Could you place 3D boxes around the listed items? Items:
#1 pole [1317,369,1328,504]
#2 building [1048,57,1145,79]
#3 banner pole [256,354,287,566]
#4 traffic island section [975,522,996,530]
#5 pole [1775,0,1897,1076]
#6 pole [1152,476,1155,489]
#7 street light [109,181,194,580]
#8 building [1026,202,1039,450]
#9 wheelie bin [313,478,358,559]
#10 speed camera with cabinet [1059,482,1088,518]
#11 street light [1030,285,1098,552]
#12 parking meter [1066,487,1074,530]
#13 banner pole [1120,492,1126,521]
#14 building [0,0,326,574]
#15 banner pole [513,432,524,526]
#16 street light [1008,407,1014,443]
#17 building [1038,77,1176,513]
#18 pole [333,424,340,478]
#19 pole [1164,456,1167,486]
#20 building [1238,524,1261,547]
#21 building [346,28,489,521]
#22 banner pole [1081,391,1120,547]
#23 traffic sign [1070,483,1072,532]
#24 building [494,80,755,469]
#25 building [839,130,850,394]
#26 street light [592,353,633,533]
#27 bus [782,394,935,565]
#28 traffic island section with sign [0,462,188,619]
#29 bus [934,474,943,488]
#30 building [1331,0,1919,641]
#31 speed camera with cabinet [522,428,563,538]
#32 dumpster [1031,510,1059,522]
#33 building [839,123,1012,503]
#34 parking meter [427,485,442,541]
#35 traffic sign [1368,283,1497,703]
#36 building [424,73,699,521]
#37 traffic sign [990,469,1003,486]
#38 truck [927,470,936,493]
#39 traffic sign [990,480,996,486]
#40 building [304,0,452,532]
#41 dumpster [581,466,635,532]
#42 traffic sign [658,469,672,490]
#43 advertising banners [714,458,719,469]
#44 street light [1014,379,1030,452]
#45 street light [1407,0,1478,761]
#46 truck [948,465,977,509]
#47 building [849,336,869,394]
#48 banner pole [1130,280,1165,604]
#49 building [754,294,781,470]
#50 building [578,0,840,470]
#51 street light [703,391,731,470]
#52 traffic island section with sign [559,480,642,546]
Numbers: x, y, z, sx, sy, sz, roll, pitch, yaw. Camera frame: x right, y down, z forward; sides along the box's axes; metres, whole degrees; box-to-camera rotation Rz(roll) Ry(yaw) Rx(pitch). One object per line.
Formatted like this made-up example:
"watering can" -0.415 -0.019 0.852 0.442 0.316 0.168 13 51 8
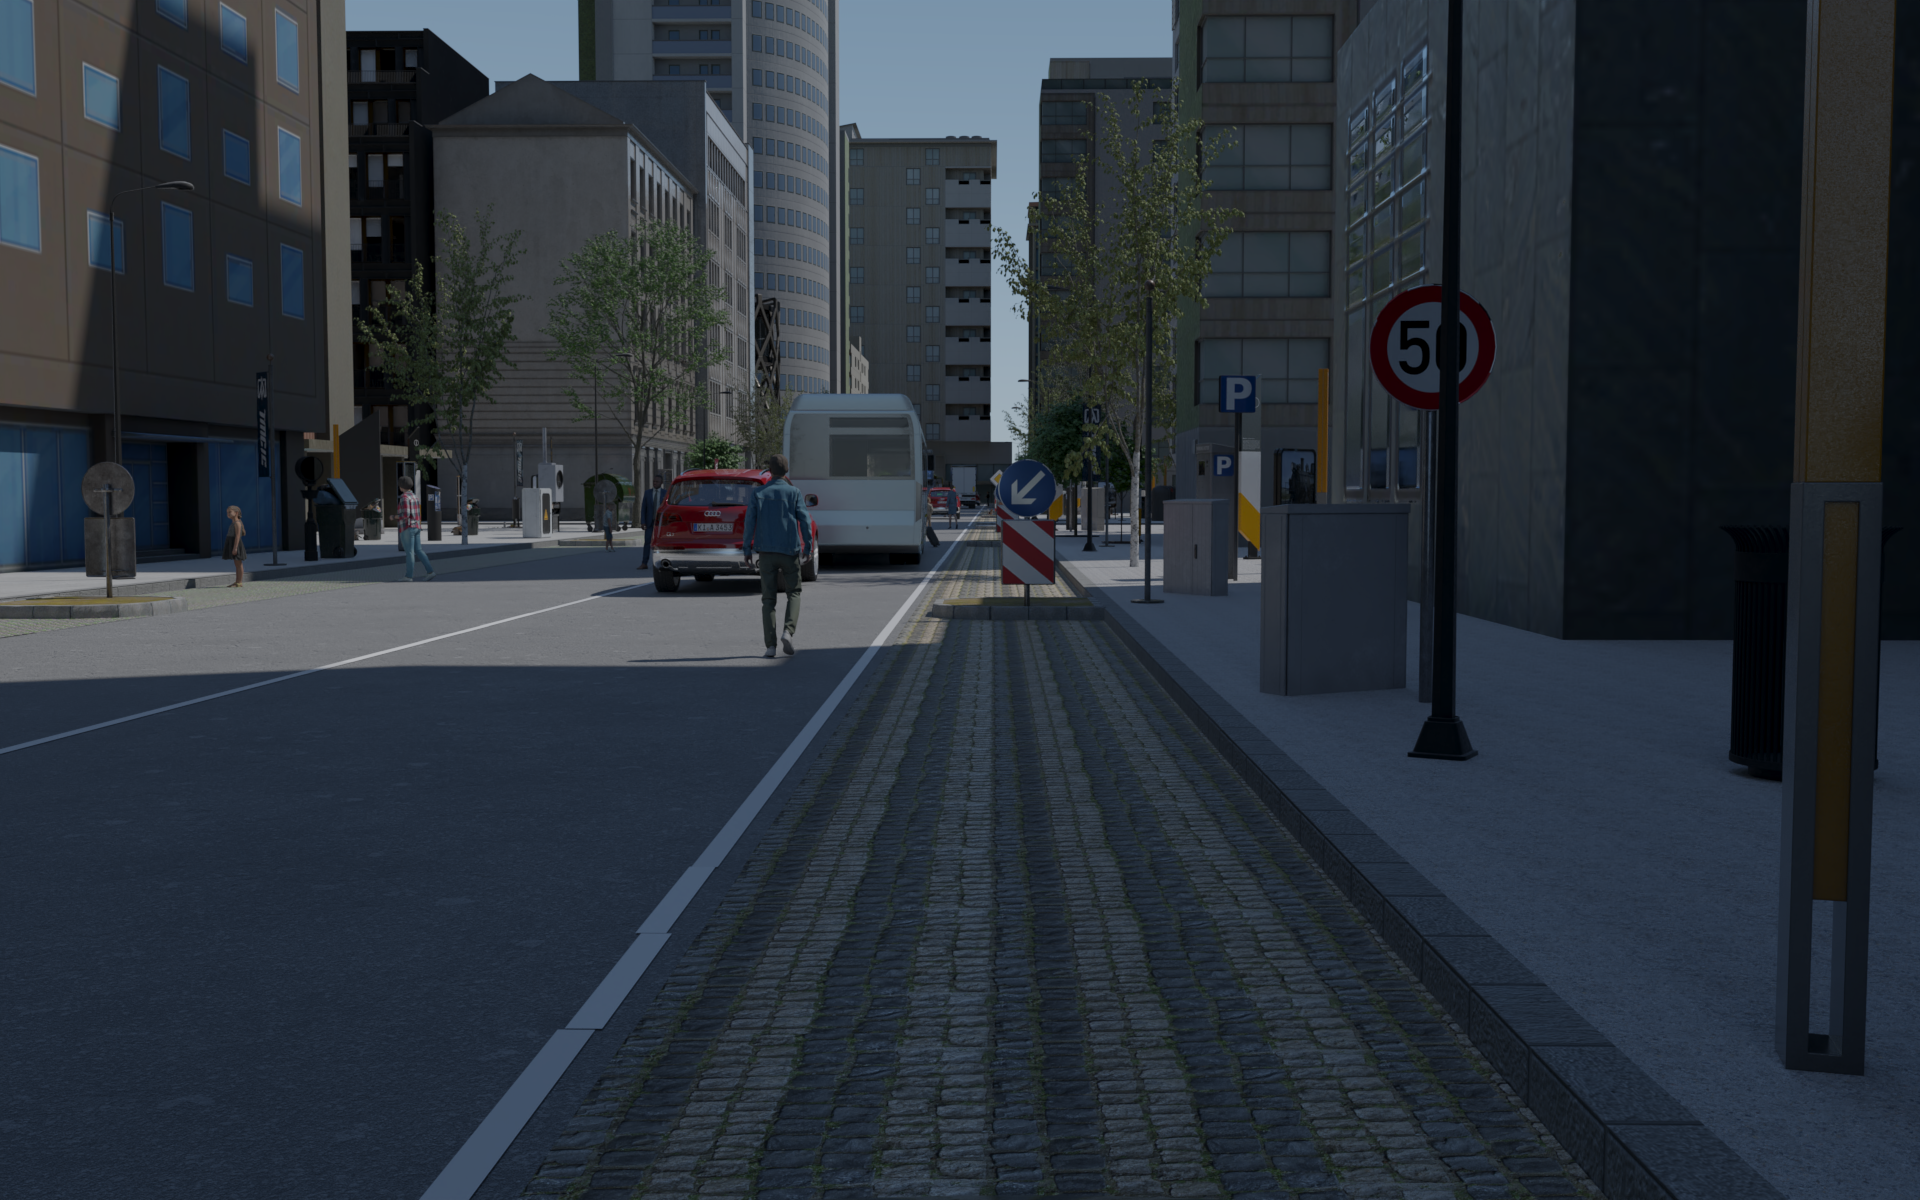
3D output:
"pole" 5.919 -2.107 28.300 0.158 3.312 0.155 0 3 0
"building" 15.368 -29.510 166.090 14.154 41.232 14.086 0 4 1
"banner pole" -12.458 -2.516 31.154 0.401 3.779 0.863 -3 5 -44
"traffic island section" 1.627 -2.944 70.415 2.009 0.180 2.903 0 4 1
"pole" 1.938 -0.610 3.811 0.158 3.312 0.155 0 3 0
"pole" 12.757 -7.369 114.325 0.158 3.312 0.155 0 3 0
"street light" -12.086 -3.264 25.906 1.470 5.913 1.316 0 4 1
"building" 22.392 -36.410 249.923 28.867 44.769 22.147 0 4 1
"wheelie bin" -12.522 -1.638 34.690 0.693 1.594 0.980 0 4 6
"speed camera with cabinet" 6.130 -6.123 94.442 2.038 3.252 0.660 -3 4 -37
"street light" 2.360 -4.041 38.611 1.470 5.913 1.316 0 4 1
"parking meter" 3.960 -3.259 61.693 0.372 1.533 0.369 0 3 0
"banner pole" 7.706 -5.699 83.194 0.401 3.779 0.863 -1 4 -20
"building" -21.738 -23.356 31.974 14.600 45.320 14.200 0 4 1
"banner pole" -17.941 -4.910 70.288 0.401 3.779 0.863 -3 5 -45
"street light" 3.428 -7.314 92.131 1.470 5.913 1.316 0 4 1
"building" 12.578 -21.549 124.019 14.160 30.474 14.107 0 4 1
"pole" -18.249 -3.479 50.731 0.158 3.312 0.155 0 3 0
"pole" 11.011 -6.063 92.965 0.158 3.312 0.155 0 3 0
"building" 12.865 -22.230 47.056 14.154 41.232 14.086 0 4 1
"building" -33.091 -15.735 86.938 15.834 23.373 12.332 0 4 1
"banner pole" 3.360 -3.190 42.180 0.863 3.779 0.401 1 4 20
"traffic sign" 3.777 -3.598 58.927 0.768 2.556 0.104 1 4 10
"building" -20.335 -17.818 109.339 12.078 24.808 19.932 0 4 1
"building" -19.644 -30.930 189.300 14.154 41.232 14.086 0 4 1
"street light" -11.497 -5.184 57.294 1.470 5.913 1.316 0 4 1
"bus" -2.049 -2.661 38.368 2.948 3.499 13.247 0 4 -1
"traffic island section with sign" -10.441 -0.737 20.686 1.989 1.847 2.006 0 4 1
"bus" -3.636 -13.270 208.504 2.896 3.916 12.252 0 4 3
"building" 16.356 -42.490 7.376 22.319 86.520 31.000 0 4 1
"speed camera with cabinet" -12.257 -3.461 50.919 0.660 3.252 2.038 0 4 6
"dumpster" 3.905 -4.741 80.003 1.502 2.255 1.985 0 4 1
"building" -6.183 -40.653 253.907 27.495 52.752 28.713 0 4 1
"parking meter" -14.394 -2.385 47.411 0.372 1.533 0.369 0 3 0
"traffic sign" 2.868 -0.642 10.595 0.768 2.556 0.104 0 4 4
"building" -19.970 -14.754 90.381 9.793 20.994 18.267 0 4 1
"traffic sign" 1.603 -4.079 70.338 0.795 2.450 0.064 0 4 1
"truck" -3.712 -11.577 179.036 2.967 4.110 18.799 0 4 1
"traffic sign" 1.757 -4.568 78.322 0.795 2.450 0.064 0 4 1
"building" -34.705 -24.599 56.826 28.867 44.769 22.147 0 4 1
"dumpster" -12.066 -3.476 59.334 1.502 2.255 1.985 0 4 1
"traffic sign" -12.004 -4.182 70.499 0.606 2.300 0.079 0 4 2
"advertising banners" -12.110 -5.380 84.156 0.090 3.025 2.074 1 4 15
"street light" 3.030 -5.968 70.124 1.470 5.913 1.316 0 4 1
"street light" 1.828 -2.189 8.334 1.470 5.913 1.316 0 4 1
"truck" 0.299 -11.215 172.283 2.839 4.237 11.283 0 4 -1
"building" -26.675 -22.522 213.278 28.899 21.520 27.650 0 4 1
"banner pole" 2.230 -1.869 20.581 0.401 3.779 0.863 0 4 4
"building" -21.998 -16.002 129.088 16.820 18.784 16.811 0 4 1
"building" -23.310 -38.229 167.049 21.231 58.520 28.212 0 4 1
"street light" -11.031 -6.475 78.406 1.470 5.913 1.316 0 4 1
"traffic island section with sign" -9.918 -2.415 48.111 1.989 1.847 2.006 0 4 1
